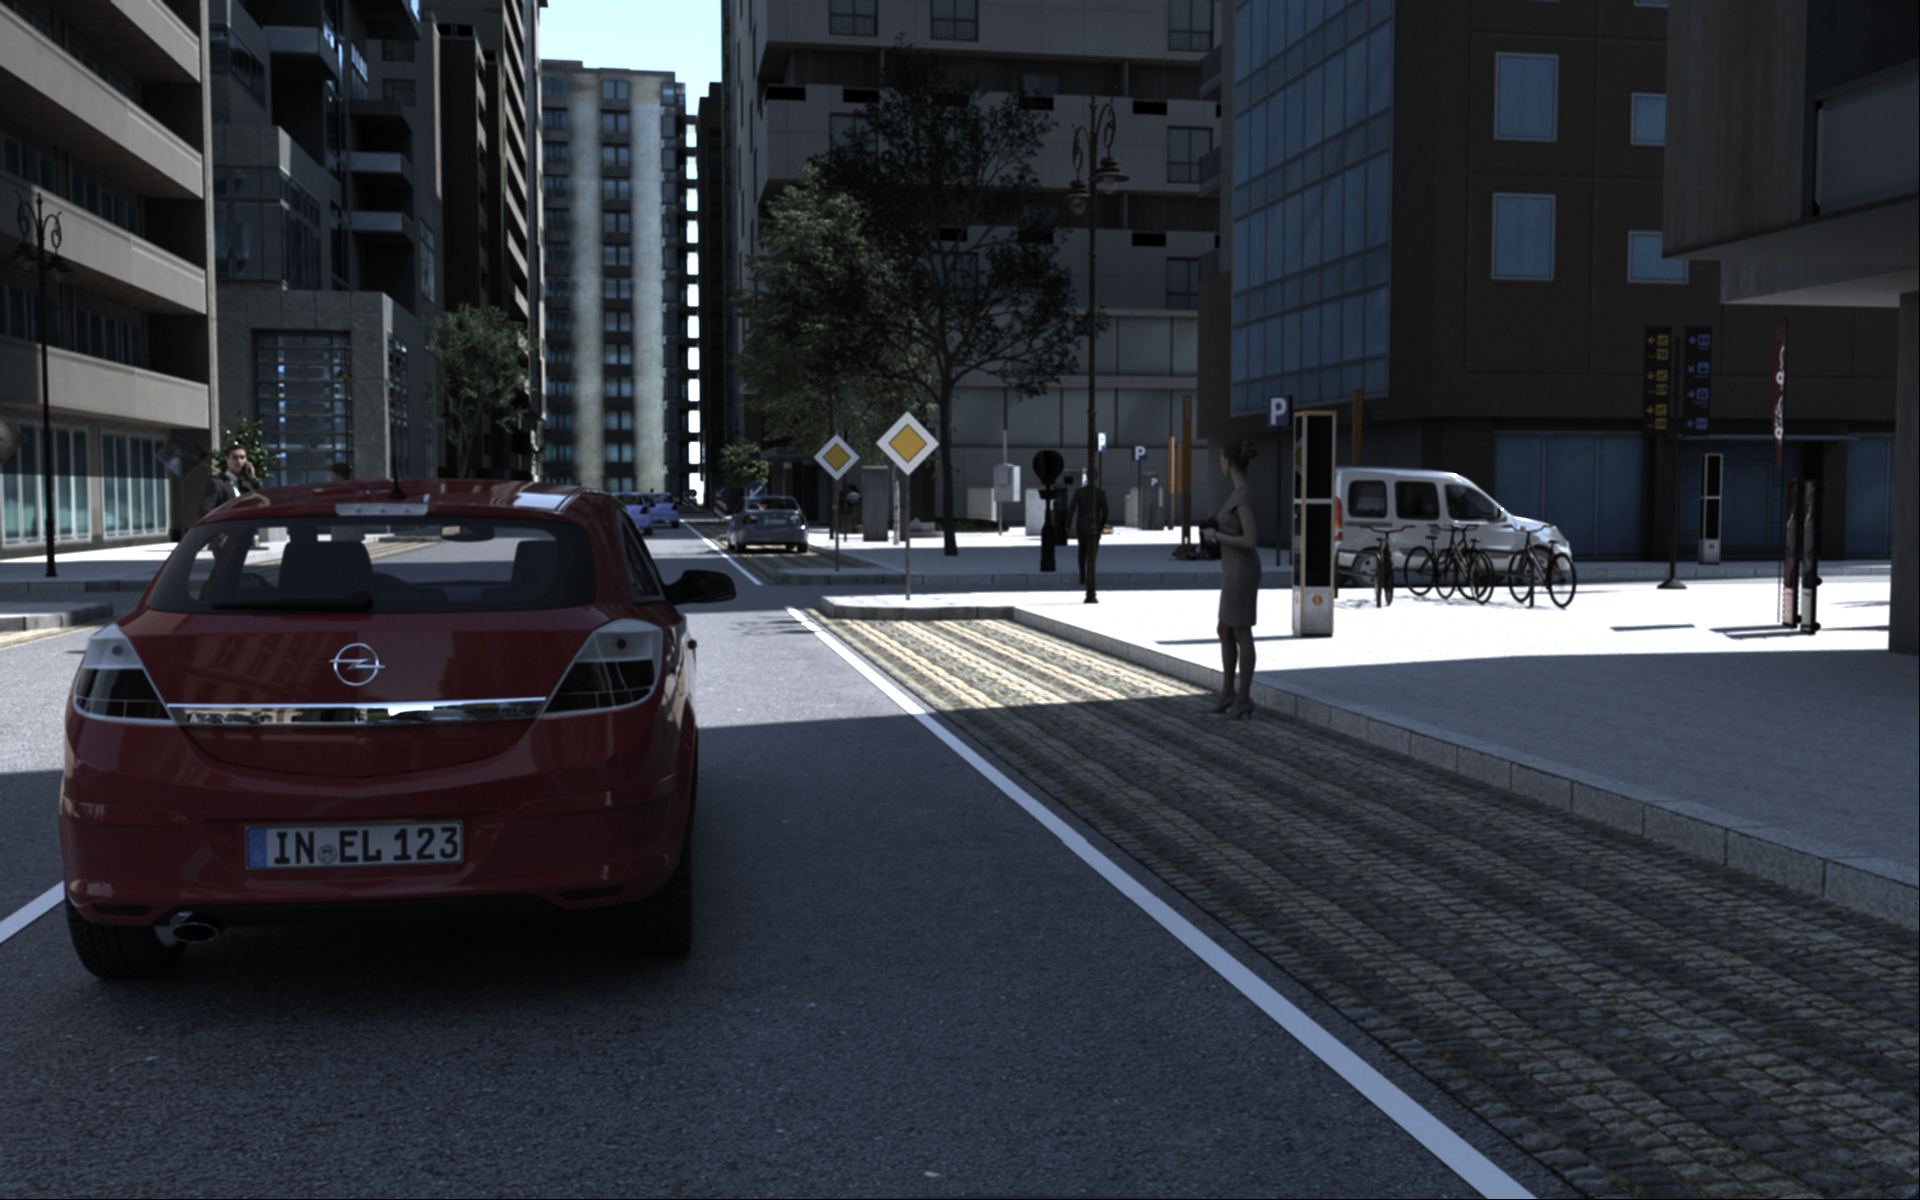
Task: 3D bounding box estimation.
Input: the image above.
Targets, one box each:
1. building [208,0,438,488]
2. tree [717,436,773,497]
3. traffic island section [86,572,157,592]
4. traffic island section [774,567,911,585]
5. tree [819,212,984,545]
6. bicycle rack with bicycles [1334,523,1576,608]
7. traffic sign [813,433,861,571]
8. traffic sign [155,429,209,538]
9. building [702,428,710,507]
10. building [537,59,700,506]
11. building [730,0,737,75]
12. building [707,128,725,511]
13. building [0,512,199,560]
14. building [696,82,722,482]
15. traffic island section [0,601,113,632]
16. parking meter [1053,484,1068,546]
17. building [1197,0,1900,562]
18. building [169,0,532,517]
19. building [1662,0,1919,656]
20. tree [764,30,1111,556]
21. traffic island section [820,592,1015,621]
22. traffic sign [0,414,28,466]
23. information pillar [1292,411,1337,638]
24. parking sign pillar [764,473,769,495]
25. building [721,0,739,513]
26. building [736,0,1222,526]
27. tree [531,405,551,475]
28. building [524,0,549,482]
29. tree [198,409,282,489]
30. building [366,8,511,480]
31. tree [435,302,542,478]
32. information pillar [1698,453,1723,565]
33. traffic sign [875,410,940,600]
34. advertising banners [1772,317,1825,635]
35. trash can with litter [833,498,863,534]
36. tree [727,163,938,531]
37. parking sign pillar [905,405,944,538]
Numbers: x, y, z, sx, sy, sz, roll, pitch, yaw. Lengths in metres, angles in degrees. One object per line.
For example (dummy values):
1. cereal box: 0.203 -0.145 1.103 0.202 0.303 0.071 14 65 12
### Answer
1. building: -32.087 -46.086 66.184 22.319 86.520 31.000 -1 4 -10
2. tree: -12.187 -7.032 98.692 4.285 4.588 4.351 0 3 0
3. traffic island section: -12.102 -0.287 26.975 2.009 0.180 2.903 -1 4 -10
4. traffic island section: -2.020 -0.397 28.772 2.009 0.180 2.903 -1 4 -10
5. tree: -1.554 -5.678 43.191 4.360 8.622 3.978 0 3 0
6. bicycle rack with bicycles: 5.679 -0.442 20.614 2.852 0.926 2.925 0 4 -2
7. traffic sign: -2.042 -1.532 28.691 0.795 2.450 0.064 -1 4 -10
8. traffic sign: -12.080 -1.424 26.918 0.795 2.450 0.064 -1 4 -10
9. building: -12.811 -52.003 162.918 22.319 86.520 31.000 -1 4 -10
10. building: -44.796 -35.109 193.641 30.456 49.044 23.786 -1 4 -10
11. building: -7.494 -28.234 111.744 14.600 45.320 14.200 -1 4 -10
12. building: -13.480 -22.583 140.929 14.160 30.474 14.107 -1 4 -10
13. building: -28.595 -25.045 33.186 21.300 48.544 21.600 -1 4 -10
14. building: -21.798 -33.179 192.582 14.200 45.320 14.600 -1 4 -10
15. traffic island section: -10.692 0.194 19.115 2.009 0.180 2.903 -1 4 -10
16. parking meter: 2.498 -2.125 43.162 0.372 1.533 0.369 0 3 0
17. building: 14.319 -23.736 38.203 14.200 45.320 14.600 -1 4 -10
18. building: -42.471 -30.554 123.258 21.300 48.544 21.600 -1 4 -10
19. building: 11.692 -19.808 7.456 14.154 41.232 14.086 -1 4 -10
20. tree: -0.528 -6.200 35.781 7.601 10.594 8.767 -1 4 -12
21. traffic island section: -0.610 0.084 20.912 2.009 0.180 2.903 -1 4 -10
22. traffic sign: -10.670 -0.943 19.057 0.795 2.450 0.064 -1 4 -10
23. information pillar: 3.176 -0.676 15.548 0.304 2.012 0.304 0 4 -5
24. parking sign pillar: -11.486 -6.954 102.166 1.447 3.967 1.447 -1 4 -14
25. building: -10.366 -27.098 126.641 14.154 41.232 14.086 -1 4 -10
26. building: 3.617 -30.095 81.295 28.713 52.752 27.495 -1 4 -10
27. tree: -35.494 -11.643 140.725 4.360 8.622 3.978 0 3 0
28. building: -51.996 -34.759 157.548 27.495 52.752 28.713 -1 4 -10
29. tree: -16.510 -2.768 39.854 1.663 3.219 1.824 0 3 0
30. building: -35.627 -20.480 106.548 14.160 30.474 14.107 -1 4 -10
31. tree: -26.561 -10.198 92.497 9.928 11.665 9.643 0 3 0
32. information pillar: 13.631 -1.649 31.461 0.304 2.012 0.304 0 4 8
33. traffic sign: -0.632 -1.051 20.831 0.795 2.450 0.064 -1 4 -10
34. advertising banners: 8.019 -1.251 16.635 0.090 3.025 2.074 1 4 14
35. trash can with litter: -3.543 -2.706 55.628 1.055 1.170 0.624 -3 5 -44
36. tree: -4.694 -8.667 59.837 7.486 12.596 7.792 0 3 0
37. parking sign pillar: -1.185 -3.825 51.008 1.447 3.967 1.447 -2 4 -25
